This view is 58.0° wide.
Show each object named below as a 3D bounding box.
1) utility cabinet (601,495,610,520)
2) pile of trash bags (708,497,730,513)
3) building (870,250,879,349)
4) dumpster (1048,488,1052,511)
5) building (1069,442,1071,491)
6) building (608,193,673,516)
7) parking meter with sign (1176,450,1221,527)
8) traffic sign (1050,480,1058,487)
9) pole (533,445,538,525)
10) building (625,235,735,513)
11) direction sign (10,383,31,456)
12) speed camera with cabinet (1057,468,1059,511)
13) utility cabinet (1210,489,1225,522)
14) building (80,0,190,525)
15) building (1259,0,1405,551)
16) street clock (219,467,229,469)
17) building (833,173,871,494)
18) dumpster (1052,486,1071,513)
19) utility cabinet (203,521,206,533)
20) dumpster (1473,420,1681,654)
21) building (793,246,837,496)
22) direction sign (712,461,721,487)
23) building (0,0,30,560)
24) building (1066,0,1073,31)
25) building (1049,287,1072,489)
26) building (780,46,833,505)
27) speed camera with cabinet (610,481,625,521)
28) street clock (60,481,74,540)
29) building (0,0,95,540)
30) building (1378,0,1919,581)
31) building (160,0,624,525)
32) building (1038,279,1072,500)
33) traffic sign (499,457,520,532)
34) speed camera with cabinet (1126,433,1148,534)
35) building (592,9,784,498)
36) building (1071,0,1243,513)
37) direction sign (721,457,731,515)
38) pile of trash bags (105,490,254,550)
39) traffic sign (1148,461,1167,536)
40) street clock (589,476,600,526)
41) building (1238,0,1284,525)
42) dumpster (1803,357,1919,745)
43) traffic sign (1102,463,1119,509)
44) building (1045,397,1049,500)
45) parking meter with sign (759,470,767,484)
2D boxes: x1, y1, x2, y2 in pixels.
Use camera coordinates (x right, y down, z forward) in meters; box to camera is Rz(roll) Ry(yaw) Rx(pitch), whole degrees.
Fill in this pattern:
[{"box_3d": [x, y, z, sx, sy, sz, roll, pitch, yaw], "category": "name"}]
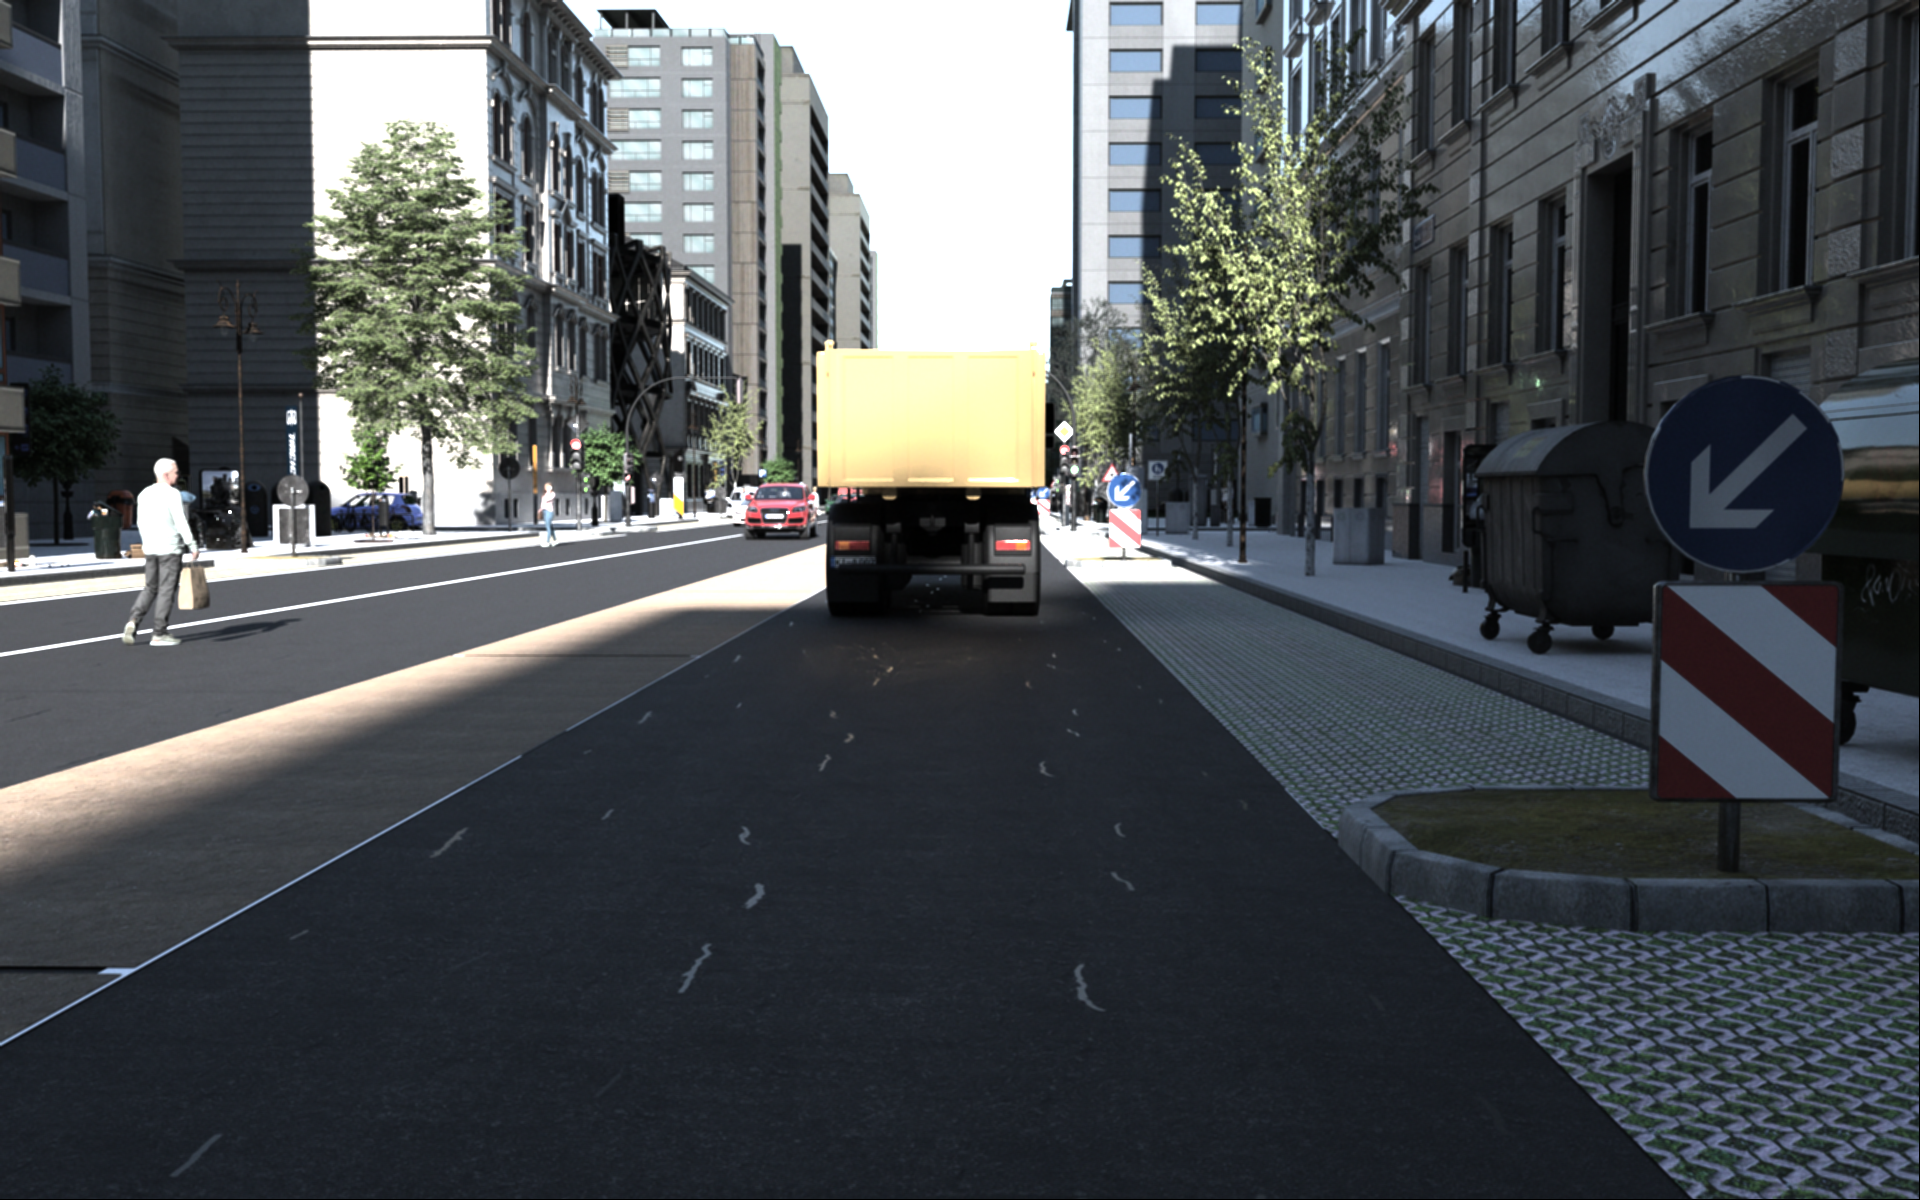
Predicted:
[{"box_3d": [-17.452, -4.546, 85.488, 0.306, 1.237, 1.020, 0, 4, 0], "category": "utility cabinet"}, {"box_3d": [-15.607, -6.526, 116.451, 1.912, 1.369, 3.447, 1, 4, 13], "category": "pile of trash bags"}, {"box_3d": [-20.693, -36.624, 282.388, 14.154, 41.232, 14.086, 0, 4, 1], "category": "building"}, {"box_3d": [7.288, -7.667, 131.107, 1.264, 1.857, 1.865, 0, 4, 1], "category": "dumpster"}, {"box_3d": [24.467, -54.126, 197.629, 22.319, 86.520, 31.000, 0, 4, 1], "category": "building"}, {"box_3d": [-25.742, -14.353, 102.128, 16.820, 18.784, 16.811, 0, 4, 1], "category": "building"}, {"box_3d": [9.417, -4.414, 68.438, 1.738, 3.016, 0.543, 1, 4, 18], "category": "parking meter with sign"}, {"box_3d": [6.975, -7.696, 125.837, 0.884, 2.594, 0.081, 0, 4, 1], "category": "traffic sign"}, {"box_3d": [-17.701, -4.792, 72.192, 0.158, 3.312, 0.155, 0, 3, 0], "category": "pole"}, {"box_3d": [-23.038, -15.997, 126.172, 10.561, 19.102, 19.286, 0, 4, 1], "category": "building"}, {"box_3d": [-19.433, -2.652, 35.357, 0.876, 3.537, 0.379, -1, 4, -12], "category": "direction sign"}, {"box_3d": [7.319, -8.549, 134.110, 0.660, 3.252, 2.038, 0, 4, -7], "category": "speed camera with cabinet"}, {"box_3d": [11.529, -4.210, 77.513, 0.318, 1.500, 1.173, 2, 4, 28], "category": "utility cabinet"}, {"box_3d": [-44.173, -17.771, 76.464, 20.117, 28.700, 13.634, 0, 4, 1], "category": "building"}, {"box_3d": [16.134, -15.836, 44.821, 13.634, 28.700, 20.117, 0, 4, 1], "category": "building"}, {"box_3d": [-19.749, -2.568, 46.549, 0.471, 2.002, 0.358, -1, 4, -22], "category": "street clock"}, {"box_3d": [-24.998, -39.164, 264.026, 21.300, 48.544, 21.600, 0, 4, 1], "category": "building"}, {"box_3d": [7.033, -6.807, 117.046, 1.264, 1.857, 1.865, 0, 4, 1], "category": "dumpster"}, {"box_3d": [-23.631, -2.827, 54.899, 0.318, 1.500, 1.173, 0, 4, -3], "category": "utility cabinet"}, {"box_3d": [5.168, -0.535, 14.507, 1.264, 1.857, 1.865, 0, 4, 1], "category": "dumpster"}, {"box_3d": [-30.459, -33.620, 241.565, 32.217, 40.220, 23.993, 0, 4, 1], "category": "building"}, {"box_3d": [-16.598, -7.771, 119.052, 0.876, 3.537, 0.379, -2, 4, -32], "category": "direction sign"}, {"box_3d": [-32.694, -10.689, 19.798, 27.650, 21.520, 28.899, 0, 4, 1], "category": "building"}, {"box_3d": [25.157, -35.450, 168.841, 28.713, 52.752, 27.495, 0, 4, 1], "category": "building"}, {"box_3d": [19.408, -28.703, 241.002, 14.160, 30.474, 14.107, 0, 4, 1], "category": "building"}, {"box_3d": [-26.083, -34.765, 192.107, 21.300, 48.544, 21.600, 0, 4, 1], "category": "building"}, {"box_3d": [-16.269, -5.392, 82.497, 0.660, 3.252, 2.038, 0, 4, -4], "category": "speed camera with cabinet"}, {"box_3d": [-25.094, -2.699, 48.697, 0.471, 2.002, 0.358, 3, 4, 38], "category": "street clock"}, {"box_3d": [-39.895, -30.810, 45.741, 28.212, 58.520, 21.231, 0, 4, 1], "category": "building"}, {"box_3d": [14.210, -13.762, 22.275, 12.463, 27.353, 25.104, 0, 4, 1], "category": "building"}, {"box_3d": [-25.047, -17.983, 81.413, 14.401, 28.519, 23.554, 0, 4, 1], "category": "building"}, {"box_3d": [29.081, -36.522, 289.007, 32.217, 40.220, 23.993, 0, 4, 1], "category": "building"}, {"box_3d": [-15.407, -3.615, 59.210, 0.768, 2.556, 0.104, 1, 4, 11], "category": "traffic sign"}, {"box_3d": [5.723, -3.765, 55.899, 0.660, 3.252, 2.038, 0, 4, 3], "category": "speed camera with cabinet"}, {"box_3d": [-23.118, -28.482, 149.276, 14.154, 41.232, 14.086, 0, 4, 1], "category": "building"}, {"box_3d": [18.738, -35.768, 126.813, 21.231, 58.520, 28.212, 0, 4, 1], "category": "building"}, {"box_3d": [-14.075, -6.939, 105.448, 0.379, 3.537, 0.876, 0, 4, 4], "category": "direction sign"}, {"box_3d": [-18.398, -1.897, 40.771, 3.447, 1.369, 1.912, 0, 4, 3], "category": "pile of trash bags"}, {"box_3d": [6.030, -3.101, 52.826, 0.606, 2.300, 0.079, 0, 4, 5], "category": "traffic sign"}, {"box_3d": [-14.696, -3.982, 69.669, 0.358, 2.002, 0.471, -3, 5, -45], "category": "street clock"}, {"box_3d": [23.775, -27.743, 77.305, 21.600, 48.544, 21.300, 0, 4, 1], "category": "building"}, {"box_3d": [4.974, -0.337, 8.005, 1.502, 2.255, 1.985, 0, 4, 1], "category": "dumpster"}, {"box_3d": [6.419, -4.469, 73.079, 0.884, 2.594, 0.081, 1, 4, 9], "category": "traffic sign"}, {"box_3d": [26.968, -25.539, 262.594, 27.650, 21.520, 28.899, 0, 4, 1], "category": "building"}, {"box_3d": [-13.765, -7.795, 123.709, 0.543, 3.016, 1.738, 1, 4, 15], "category": "parking meter with sign"}]
